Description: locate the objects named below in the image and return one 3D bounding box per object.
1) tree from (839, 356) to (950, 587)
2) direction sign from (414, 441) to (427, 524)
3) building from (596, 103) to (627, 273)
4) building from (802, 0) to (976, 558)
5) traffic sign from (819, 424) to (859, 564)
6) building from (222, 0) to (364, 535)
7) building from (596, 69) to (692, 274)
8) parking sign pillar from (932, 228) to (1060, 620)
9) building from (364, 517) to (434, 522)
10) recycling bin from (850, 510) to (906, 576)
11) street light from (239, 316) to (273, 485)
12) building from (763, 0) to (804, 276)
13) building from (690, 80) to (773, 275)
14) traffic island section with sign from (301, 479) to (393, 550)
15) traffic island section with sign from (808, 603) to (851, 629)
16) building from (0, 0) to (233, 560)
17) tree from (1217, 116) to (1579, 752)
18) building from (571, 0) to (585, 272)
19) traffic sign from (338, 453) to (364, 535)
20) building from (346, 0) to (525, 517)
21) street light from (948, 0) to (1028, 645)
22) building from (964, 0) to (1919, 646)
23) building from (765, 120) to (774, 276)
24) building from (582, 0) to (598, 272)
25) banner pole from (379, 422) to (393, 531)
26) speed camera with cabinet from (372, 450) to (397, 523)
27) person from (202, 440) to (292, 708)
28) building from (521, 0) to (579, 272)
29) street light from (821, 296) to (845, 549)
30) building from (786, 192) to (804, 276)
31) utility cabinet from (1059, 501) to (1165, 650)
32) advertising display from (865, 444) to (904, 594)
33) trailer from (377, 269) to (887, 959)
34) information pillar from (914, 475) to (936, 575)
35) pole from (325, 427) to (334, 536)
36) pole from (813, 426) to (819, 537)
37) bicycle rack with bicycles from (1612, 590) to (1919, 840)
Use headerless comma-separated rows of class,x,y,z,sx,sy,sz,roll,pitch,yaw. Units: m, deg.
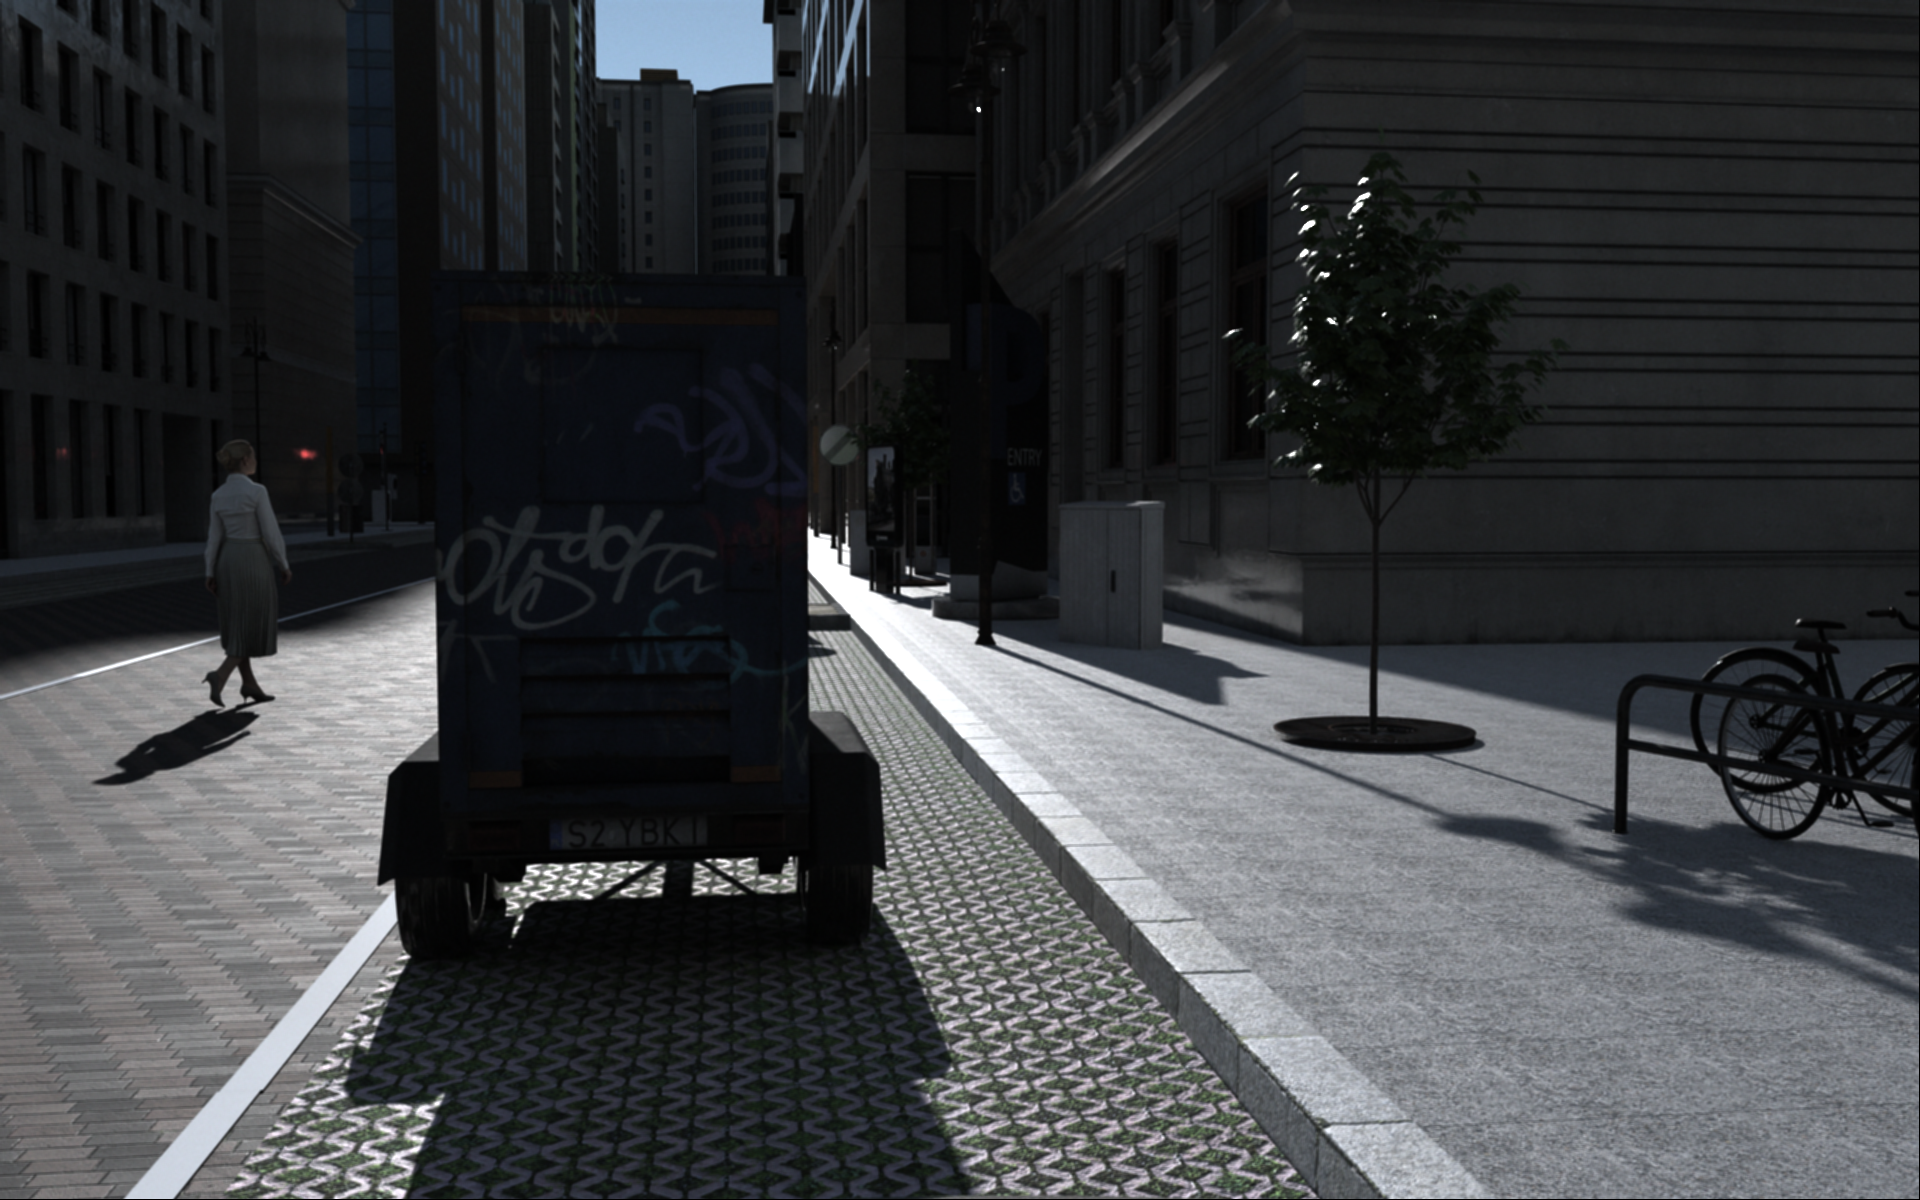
tree,-0.579,-1.819,24.336,1.663,3.219,1.824,0,3,0
direction sign,-23.165,-5.041,74.412,0.876,3.537,0.379,3,4,39
building,-51.876,-35.914,210.890,21.600,48.544,21.300,0,4,-7
building,5.594,-15.121,51.742,19.350,26.468,34.151,0,4,-7
traffic sign,-2.207,-1.937,31.783,0.768,2.556,0.104,0,4,-7
building,-31.565,-16.610,57.475,20.117,28.700,13.634,0,4,-7
building,-51.121,-42.835,242.351,28.212,58.520,21.231,0,4,-7
parking sign pillar,0.423,-1.817,18.173,1.447,3.967,1.447,2,4,33
building,-31.384,-26.553,84.247,14.600,45.320,14.200,0,4,-7
recycling bin,-1.304,-0.919,27.580,0.722,1.027,0.722,1,4,17
street light,-18.299,-4.425,45.144,0.468,5.910,1.993,0,4,-7
building,-4.298,-35.395,167.943,28.713,52.752,27.495,0,4,-7
building,-23.131,-43.051,245.880,28.212,58.520,21.231,0,4,-7
traffic island section with sign,-15.883,-2.226,45.026,1.989,1.847,2.006,0,4,-7
traffic island section with sign,-2.254,-0.638,19.066,1.989,1.847,2.006,0,4,-7
building,-24.480,-11.279,39.169,10.420,20.320,16.860,0,4,-7
tree,2.054,-0.877,8.949,1.663,3.219,1.824,0,3,0
building,-45.673,-51.929,161.718,22.319,86.520,31.000,0,4,-7
traffic sign,-19.093,-3.316,54.326,0.768,2.556,0.104,0,4,-6
building,-36.762,-28.402,114.489,14.600,45.320,14.200,0,4,-7
street light,0.216,-2.558,14.617,0.468,5.910,1.993,0,4,-7
building,6.558,-11.499,24.158,11.583,22.565,21.152,0,4,-7
building,-13.232,-36.212,215.775,21.300,48.544,21.600,0,4,-7
building,-48.113,-45.928,189.177,20.563,71.187,20.611,0,4,-7
banner pole,-19.964,-4.282,60.028,0.401,3.779,0.863,0,4,-1
speed camera with cabinet,-25.482,-5.038,76.701,0.660,3.252,2.038,0,4,-3
person,-4.883,-0.183,11.721,0.478,1.798,0.641,2,4,28
building,-37.908,-27.716,136.749,14.154,41.232,14.086,0,4,-7
street light,-2.976,-4.150,40.648,0.468,5.910,1.993,0,4,-7
building,-4.412,-17.046,108.388,12.332,23.373,15.834,0,4,-7
utility cabinet,1.269,-0.216,14.690,0.306,1.237,1.020,-3,4,-37
advertising display,-0.984,-1.060,22.549,0.123,1.923,0.974,-2,4,-26
trailer,-1.148,0.038,6.435,1.471,1.999,3.904,-1,4,-8
information pillar,-0.552,-1.411,27.560,0.304,2.012,0.304,1,4,12
pole,-19.092,-3.585,52.457,0.158,3.312,0.155,0,3,0
pole,-4.317,-3.553,51.940,0.158,3.312,0.155,0,3,0
bicycle rack with bicycles,3.714,0.436,6.259,2.852,0.926,2.925,-1,4,-21
